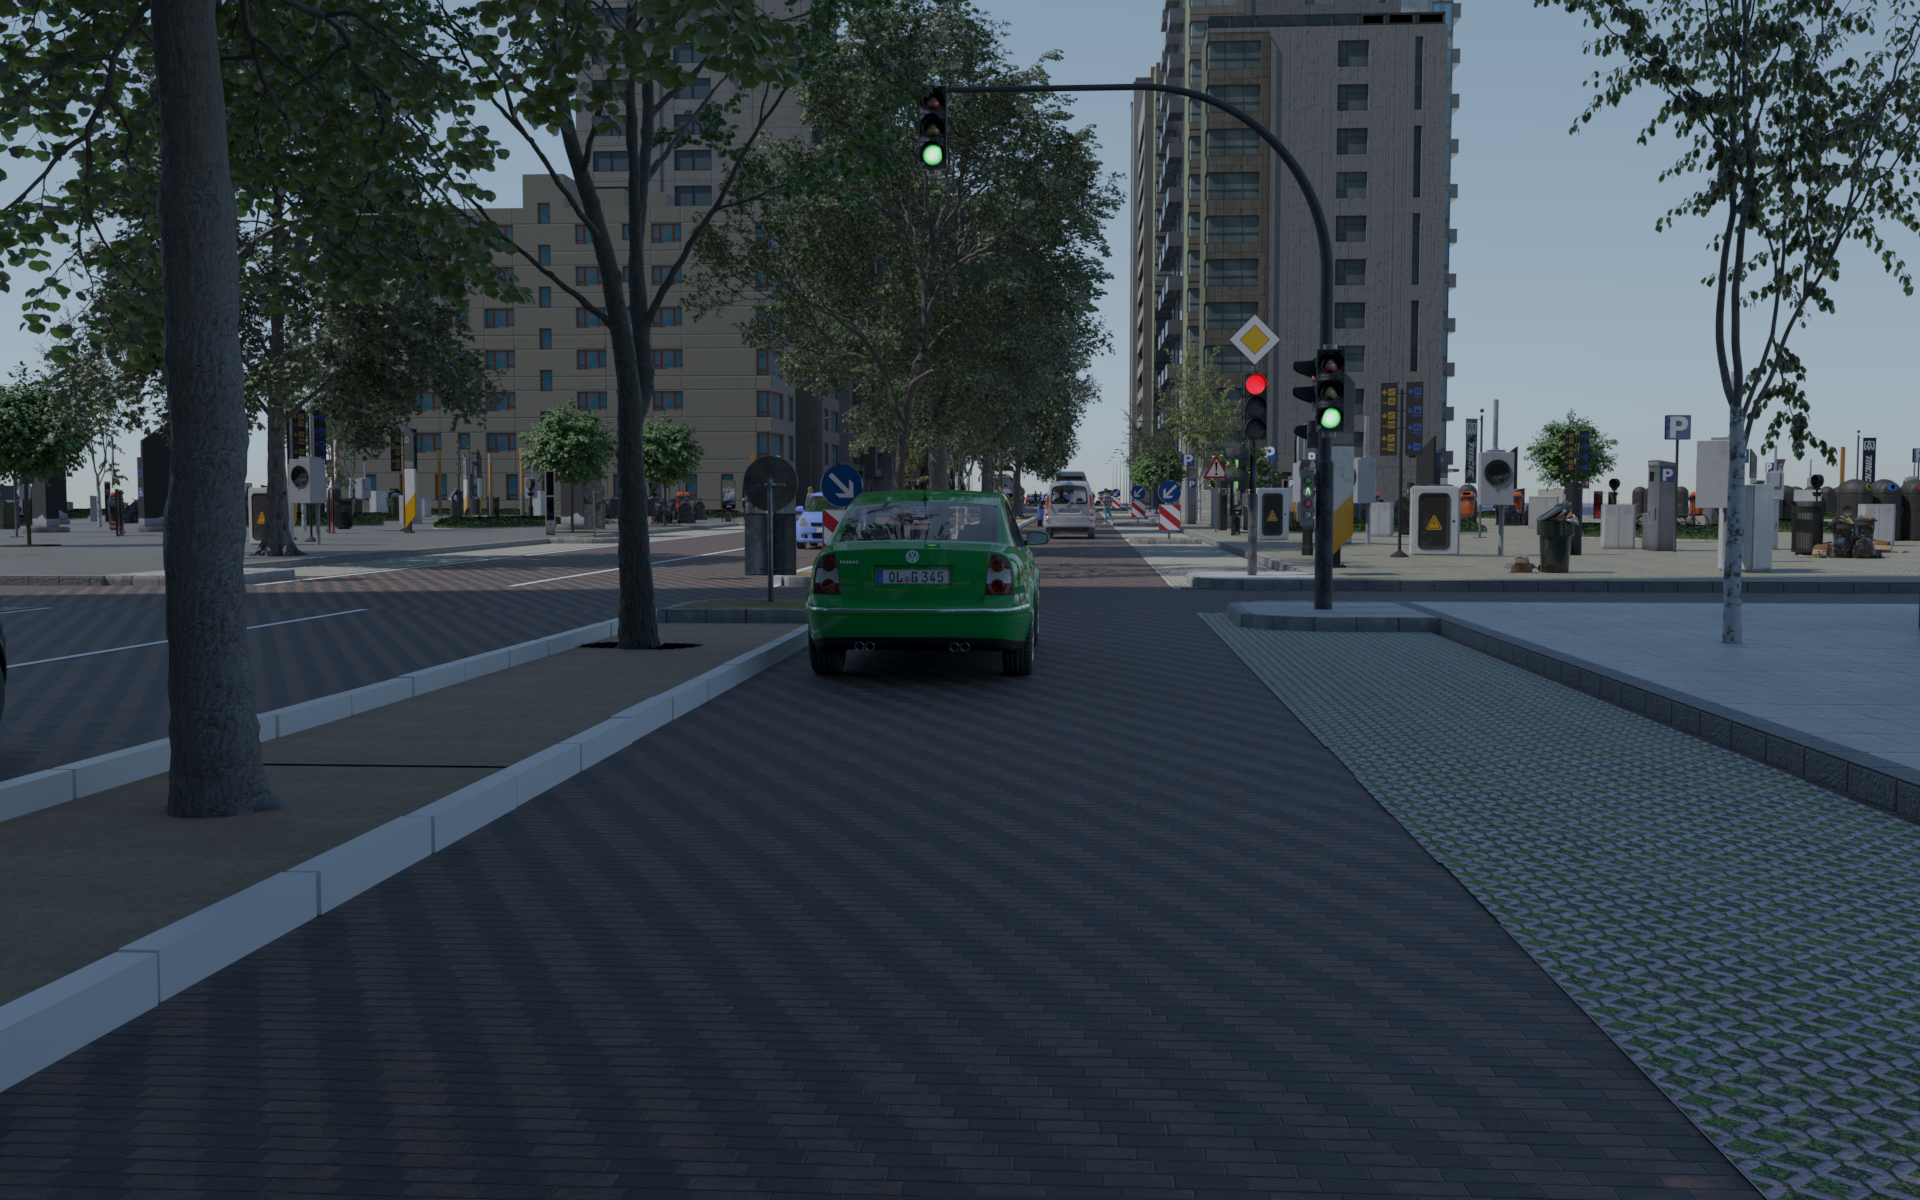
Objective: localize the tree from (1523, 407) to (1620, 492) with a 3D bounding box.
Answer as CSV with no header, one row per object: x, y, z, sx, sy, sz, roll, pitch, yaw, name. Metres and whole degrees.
23.165,-5.026,65.893,4.285,4.588,4.351,0,3,0,tree

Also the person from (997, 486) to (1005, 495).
1.929,-4.595,83.638,0.555,1.821,0.388,-1,4,-16,person

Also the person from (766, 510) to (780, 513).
-5.304,-2.490,49.392,0.537,1.800,0.526,-1,4,-21,person

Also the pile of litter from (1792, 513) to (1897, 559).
17.745,-1.281,34.902,1.719,0.858,1.176,3,4,38,pile of litter

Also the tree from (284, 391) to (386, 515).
-26.239,-7.594,74.532,4.360,8.622,3.978,0,3,0,tree

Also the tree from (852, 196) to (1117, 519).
0.991,-8.872,64.517,9.611,12.733,9.660,0,3,0,tree

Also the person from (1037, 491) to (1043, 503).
9.134,-11.473,196.798,1.217,1.736,0.721,2,4,28,person

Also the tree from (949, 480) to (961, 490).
-1.316,-13.899,221.851,1.663,3.219,1.824,0,3,0,tree

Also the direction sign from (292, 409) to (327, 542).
-17.480,-3.338,46.579,0.876,3.537,0.379,-3,4,-36,direction sign

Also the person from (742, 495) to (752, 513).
-9.270,-4.109,75.492,0.447,1.846,0.655,0,4,-3,person

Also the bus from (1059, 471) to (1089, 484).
9.451,-9.284,146.654,2.948,3.499,13.247,0,4,4,bus

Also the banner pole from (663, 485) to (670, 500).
-15.072,-6.060,89.100,0.401,3.779,0.863,1,4,20,banner pole

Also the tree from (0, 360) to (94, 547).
-22.979,-3.604,42.638,4.285,4.588,4.351,0,3,0,tree

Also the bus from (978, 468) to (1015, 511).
3.061,-8.839,136.059,2.896,3.916,12.252,0,4,2,bus

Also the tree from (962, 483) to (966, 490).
0.442,-15.330,245.239,1.663,3.219,1.824,0,3,0,tree

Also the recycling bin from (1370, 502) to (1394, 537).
12.713,-2.435,52.371,0.722,1.027,0.722,1,4,20,recycling bin

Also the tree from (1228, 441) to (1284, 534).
9.734,-3.788,56.531,1.663,3.219,1.824,0,3,0,tree

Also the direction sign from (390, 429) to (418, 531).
-19.234,-4.157,59.967,0.876,3.537,0.379,-1,4,-19,direction sign

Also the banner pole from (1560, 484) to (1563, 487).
25.097,-4.981,71.454,0.401,3.779,0.863,-2,4,-32,banner pole

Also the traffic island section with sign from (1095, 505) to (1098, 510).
13.223,-8.893,154.032,1.989,1.847,2.006,0,4,4,traffic island section with sign

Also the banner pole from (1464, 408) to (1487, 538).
15.036,-3.703,50.564,0.863,3.779,0.401,-2,4,-28,banner pole

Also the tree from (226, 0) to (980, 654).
-3.081,-5.359,15.831,9.928,11.665,9.643,0,3,0,tree

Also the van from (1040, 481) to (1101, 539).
3.602,-3.031,56.569,2.013,2.044,4.112,0,4,5,van

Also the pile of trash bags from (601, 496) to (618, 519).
-17.405,-4.923,90.248,1.912,1.369,3.447,2,4,27,pile of trash bags

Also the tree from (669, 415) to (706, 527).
-11.695,-5.185,68.482,4.285,4.588,4.351,0,3,0,tree

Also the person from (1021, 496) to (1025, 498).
7.971,-12.662,218.706,0.628,1.438,0.799,-3,5,-43,person

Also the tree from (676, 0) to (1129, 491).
-1.225,-5.790,31.528,8.767,10.594,7.601,0,4,4,tree

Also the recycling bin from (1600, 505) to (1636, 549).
15.464,-1.722,40.706,0.722,1.027,0.722,1,4,17,recycling bin

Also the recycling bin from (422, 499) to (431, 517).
-29.996,-5.142,96.632,0.722,1.027,0.722,1,4,10,recycling bin

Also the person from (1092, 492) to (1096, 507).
14.816,-11.231,193.050,0.530,1.710,0.541,-2,4,-29,person

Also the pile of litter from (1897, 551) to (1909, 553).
20.023,-1.482,38.192,1.719,0.858,1.176,2,4,33,pile of litter

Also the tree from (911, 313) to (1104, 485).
2.035,-10.678,87.406,12.009,13.543,11.850,0,3,0,tree

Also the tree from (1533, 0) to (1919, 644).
6.871,-3.927,14.569,4.360,8.622,3.978,0,3,0,tree

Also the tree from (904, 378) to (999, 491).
0.207,-6.284,55.556,4.737,8.622,4.395,0,3,0,tree

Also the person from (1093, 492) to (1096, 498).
17.410,-13.355,227.376,1.217,1.766,0.721,-3,5,-44,person

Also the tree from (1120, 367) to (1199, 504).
11.398,-8.992,97.376,4.360,8.622,3.978,0,3,0,tree

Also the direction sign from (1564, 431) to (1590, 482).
22.012,-4.273,61.861,0.876,3.537,0.379,0,3,0,direction sign

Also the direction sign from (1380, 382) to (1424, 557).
8.948,-2.640,35.157,0.876,3.537,0.379,2,4,34,direction sign

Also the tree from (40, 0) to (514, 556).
-14.158,-7.270,35.872,9.611,12.733,9.660,0,3,0,tree

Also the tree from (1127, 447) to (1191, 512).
13.474,-8.486,122.467,4.285,4.588,4.351,0,3,0,tree

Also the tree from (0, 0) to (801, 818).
-3.270,-5.286,7.004,7.486,12.596,7.792,0,3,0,tree

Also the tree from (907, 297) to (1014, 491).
-0.039,-5.904,49.353,4.360,8.622,3.978,0,3,0,tree

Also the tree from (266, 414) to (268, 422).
-36.102,-8.811,94.415,4.360,8.622,3.978,0,3,0,tree

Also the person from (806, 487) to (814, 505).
-7.534,-4.860,88.137,0.709,1.800,0.728,3,5,40,person

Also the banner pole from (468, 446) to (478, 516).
-25.578,-6.175,90.985,0.401,3.779,0.863,2,4,35,banner pole

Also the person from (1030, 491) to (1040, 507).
8.382,-11.265,192.698,1.348,1.821,0.705,-2,4,-31,person

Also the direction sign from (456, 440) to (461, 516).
-21.162,-4.962,73.121,0.379,3.537,0.876,-2,4,-25,direction sign

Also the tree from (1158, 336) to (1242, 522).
11.167,-7.948,80.318,4.737,8.622,4.395,0,3,0,tree

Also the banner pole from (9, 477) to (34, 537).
-27.914,-3.762,51.534,0.401,3.779,0.863,2,4,24,banner pole

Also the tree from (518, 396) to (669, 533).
-12.873,-4.522,57.656,4.285,4.588,4.351,0,3,0,tree

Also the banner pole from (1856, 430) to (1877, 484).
35.220,-4.738,67.491,0.863,3.779,0.401,1,4,21,banner pole

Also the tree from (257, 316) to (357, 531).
-22.558,-6.695,59.829,4.737,8.622,4.395,0,3,0,tree

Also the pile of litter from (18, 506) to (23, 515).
-42.171,-3.903,77.782,1.719,0.858,1.176,3,4,38,pile of litter

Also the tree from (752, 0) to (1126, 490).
-0.469,-8.109,41.697,9.857,13.997,8.962,0,3,0,tree

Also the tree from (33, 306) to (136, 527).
-33.607,-7.140,67.105,4.737,8.622,4.395,0,3,0,tree

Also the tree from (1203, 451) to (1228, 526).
10.574,-4.650,70.626,1.663,3.219,1.824,0,3,0,tree

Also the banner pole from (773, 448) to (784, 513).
-9.772,-6.352,93.874,0.863,3.779,0.401,2,4,26,banner pole

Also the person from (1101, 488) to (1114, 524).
7.040,-4.491,82.760,0.563,1.720,0.643,-3,4,-37,person

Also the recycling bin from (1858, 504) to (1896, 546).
22.837,-1.873,43.173,0.722,1.027,0.722,1,4,17,recycling bin
